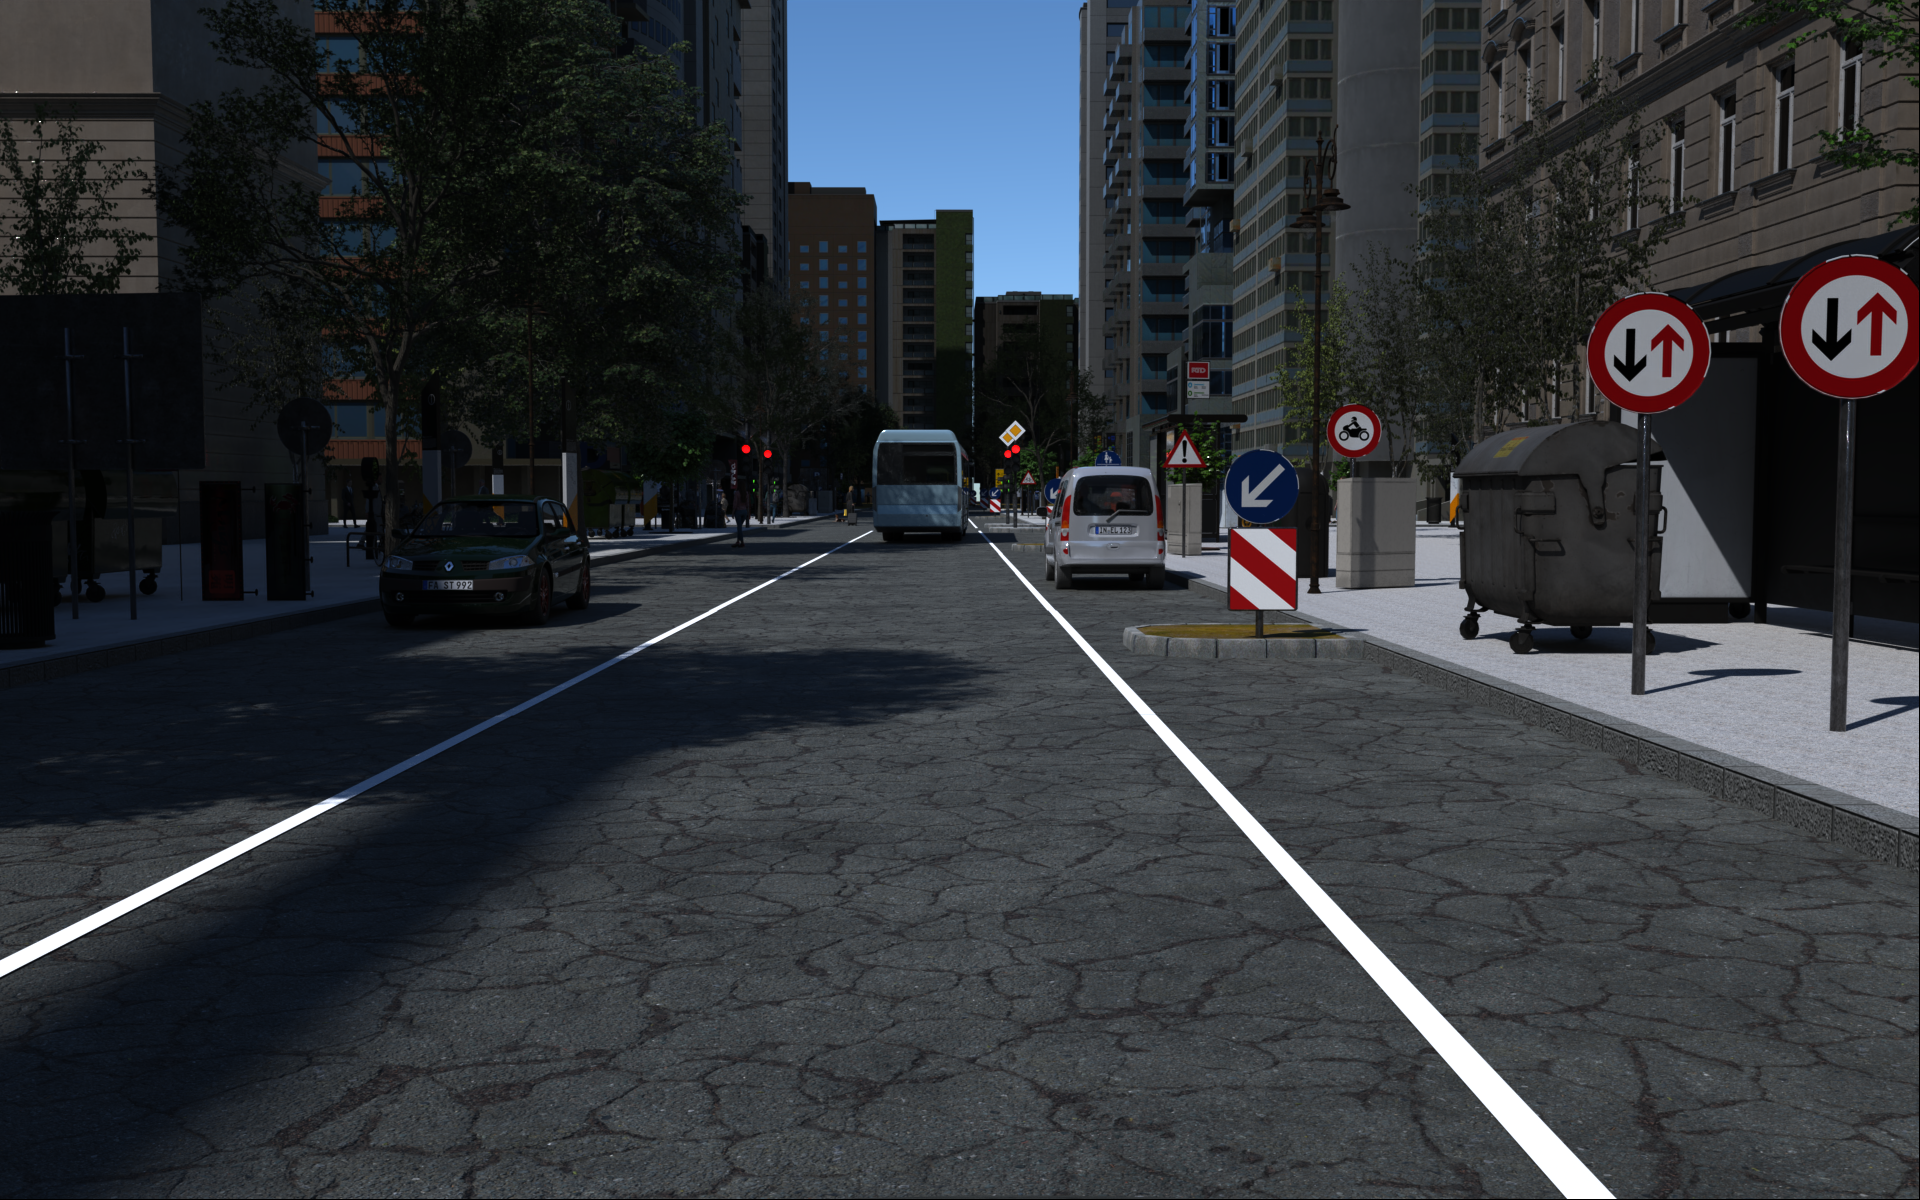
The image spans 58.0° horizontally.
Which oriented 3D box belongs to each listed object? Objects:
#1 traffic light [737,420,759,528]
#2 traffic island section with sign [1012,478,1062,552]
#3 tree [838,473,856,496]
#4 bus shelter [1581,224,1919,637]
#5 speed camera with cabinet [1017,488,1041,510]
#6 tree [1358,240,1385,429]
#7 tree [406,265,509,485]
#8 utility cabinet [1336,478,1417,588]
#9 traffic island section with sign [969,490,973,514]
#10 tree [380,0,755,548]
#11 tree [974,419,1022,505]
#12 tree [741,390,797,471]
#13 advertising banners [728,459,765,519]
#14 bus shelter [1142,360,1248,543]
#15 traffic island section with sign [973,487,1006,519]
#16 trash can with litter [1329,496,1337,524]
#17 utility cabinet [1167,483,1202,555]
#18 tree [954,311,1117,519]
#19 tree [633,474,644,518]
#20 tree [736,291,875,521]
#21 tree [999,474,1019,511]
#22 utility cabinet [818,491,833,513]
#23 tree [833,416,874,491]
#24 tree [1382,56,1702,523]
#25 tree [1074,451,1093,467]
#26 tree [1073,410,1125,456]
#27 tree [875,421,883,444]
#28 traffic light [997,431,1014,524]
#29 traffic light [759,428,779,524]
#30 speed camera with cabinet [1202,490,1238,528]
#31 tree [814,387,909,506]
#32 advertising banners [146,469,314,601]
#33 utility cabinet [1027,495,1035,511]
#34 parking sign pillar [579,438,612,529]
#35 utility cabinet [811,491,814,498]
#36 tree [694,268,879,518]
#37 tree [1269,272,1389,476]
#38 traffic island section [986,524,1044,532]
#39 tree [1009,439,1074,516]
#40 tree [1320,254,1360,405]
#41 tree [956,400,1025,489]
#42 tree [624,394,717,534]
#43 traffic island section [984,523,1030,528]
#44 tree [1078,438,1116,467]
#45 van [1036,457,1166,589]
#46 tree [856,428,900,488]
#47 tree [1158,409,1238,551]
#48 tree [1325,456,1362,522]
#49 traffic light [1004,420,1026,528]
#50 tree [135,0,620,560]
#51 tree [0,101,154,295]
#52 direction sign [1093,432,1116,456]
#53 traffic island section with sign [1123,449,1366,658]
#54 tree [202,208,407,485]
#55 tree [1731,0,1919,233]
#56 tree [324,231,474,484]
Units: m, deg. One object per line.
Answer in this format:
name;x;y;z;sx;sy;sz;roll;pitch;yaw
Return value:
traffic light;-8.071;-4.703;65.815;0.839;4.253;0.868;0;4;0
traffic island section with sign;2.320;-2.159;43.932;1.989;1.847;2.006;0;4;0
tree;-10.493;-9.895;156.387;1.663;3.219;1.824;0;3;0
bus shelter;7.234;-1.265;14.606;2.014;3.302;5.546;0;4;0
speed camera with cabinet;5.489;-8.789;138.035;2.038;3.252;0.660;-2;4;-29
tree;10.821;-5.168;34.859;4.360;8.622;3.978;0;3;0
tree;-16.351;-6.376;54.609;4.360;8.622;3.978;0;3;0
utility cabinet;5.664;-0.912;23.593;1.173;1.500;0.318;-2;4;-30
traffic island section with sign;1.640;-7.204;126.420;1.989;1.847;2.006;0;4;0
tree;-9.139;-8.200;40.733;9.857;13.997;8.962;0;3;0
tree;3.627;-13.090;164.382;4.360;8.622;3.978;0;3;0
tree;-12.764;-10.089;115.324;4.737;8.622;4.395;0;3;0
advertising banners;-10.786;-5.584;87.482;2.074;3.025;0.090;-3;4;-37
bus shelter;6.480;-4.411;49.745;2.179;5.291;8.768;0;4;0
traffic island section with sign;1.872;-5.504;98.611;1.989;1.847;2.006;0;4;0
trash can with litter;16.050;-3.957;75.750;1.678;1.210;2.233;1;4;14
utility cabinet;4.719;-1.702;36.504;0.318;1.500;1.173;-1;4;-15
tree;4.163;-9.404;88.171;8.767;10.594;7.601;-2;4;-29
tree;-16.764;-5.931;91.581;1.663;3.219;1.824;0;3;0
tree;-9.489;-8.948;80.720;8.767;10.594;7.601;1;4;16
tree;3.761;-8.420;132.271;1.663;3.219;1.824;0;3;0
utility cabinet;-8.975;-6.525;115.370;0.318;1.500;1.173;-3;5;-42
tree;-9.329;-12.052;147.410;4.737;8.622;4.395;0;3;0
tree;9.998;-4.810;29.007;4.360;8.622;3.978;0;3;0
tree;9.258;-8.640;124.981;4.285;4.588;4.351;0;3;0
tree;11.190;-11.795;143.205;4.360;8.622;3.978;0;3;0
tree;-8.994;-11.707;125.818;8.767;10.594;7.601;2;4;35
traffic light;2.024;-5.197;73.899;0.839;4.253;0.868;0;4;0
traffic light;-8.137;-5.191;73.800;0.839;4.253;0.868;0;4;0
speed camera with cabinet;9.729;-4.303;64.685;2.038;3.252;0.660;-1;4;-21
tree;-10.585;-16.152;181.098;9.611;12.733;9.660;0;3;0
advertising banners;-8.835;-1.502;20.743;2.074;3.025;0.090;0;4;-2
utility cabinet;5.352;-7.325;130.923;0.306;1.237;1.020;-1;4;-17
parking sign pillar;-13.728;-4.654;64.561;1.447;3.967;1.447;-2;4;-34
utility cabinet;-12.239;-7.918;138.142;1.173;1.500;0.318;2;4;30
tree;-9.558;-11.241;94.165;12.009;13.543;11.850;0;3;0
tree;12.242;-6.603;58.326;4.737;8.622;4.395;0;3;0
traffic island section;2.130;-2.676;66.029;2.009;0.180;2.903;0;4;0
tree;4.382;-7.300;103.061;4.285;4.588;4.351;0;3;0
tree;12.420;-6.069;49.599;4.360;8.622;3.978;0;3;0
tree;3.221;-19.015;221.256;12.009;13.543;11.850;0;3;0
tree;-9.518;-4.463;56.685;4.285;4.588;4.351;0;3;0
traffic island section;2.064;-3.164;74.014;2.009;0.180;2.903;0;4;0
tree;4.743;-3.955;59.263;1.663;3.219;1.824;0;3;0
van;2.242;-1.248;27.418;2.013;2.044;4.112;0;4;0
tree;-10.817;-18.519;220.917;7.486;12.596;7.792;0;3;0
tree;5.428;-2.763;39.784;1.663;3.219;1.824;0;3;0
tree;17.577;-5.146;78.732;1.663;3.219;1.824;0;3;0
traffic light;2.090;-4.709;65.914;0.839;4.253;0.868;0;4;0
tree;-9.234;-5.675;27.205;8.767;10.594;7.601;1;4;18
tree;-17.105;-4.983;31.839;4.737;8.622;4.395;0;3;0
direction sign;5.311;-4.393;63.825;0.876;3.537;0.379;-1;4;-17
traffic island section with sign;2.555;-0.455;16.075;1.989;1.847;2.006;0;4;0
tree;-16.989;-5.724;43.946;4.360;8.622;3.978;0;3;0
tree;12.141;-5.650;18.131;9.928;11.665;9.643;0;3;0
tree;-16.042;-6.062;49.474;4.737;8.622;4.395;0;3;0
